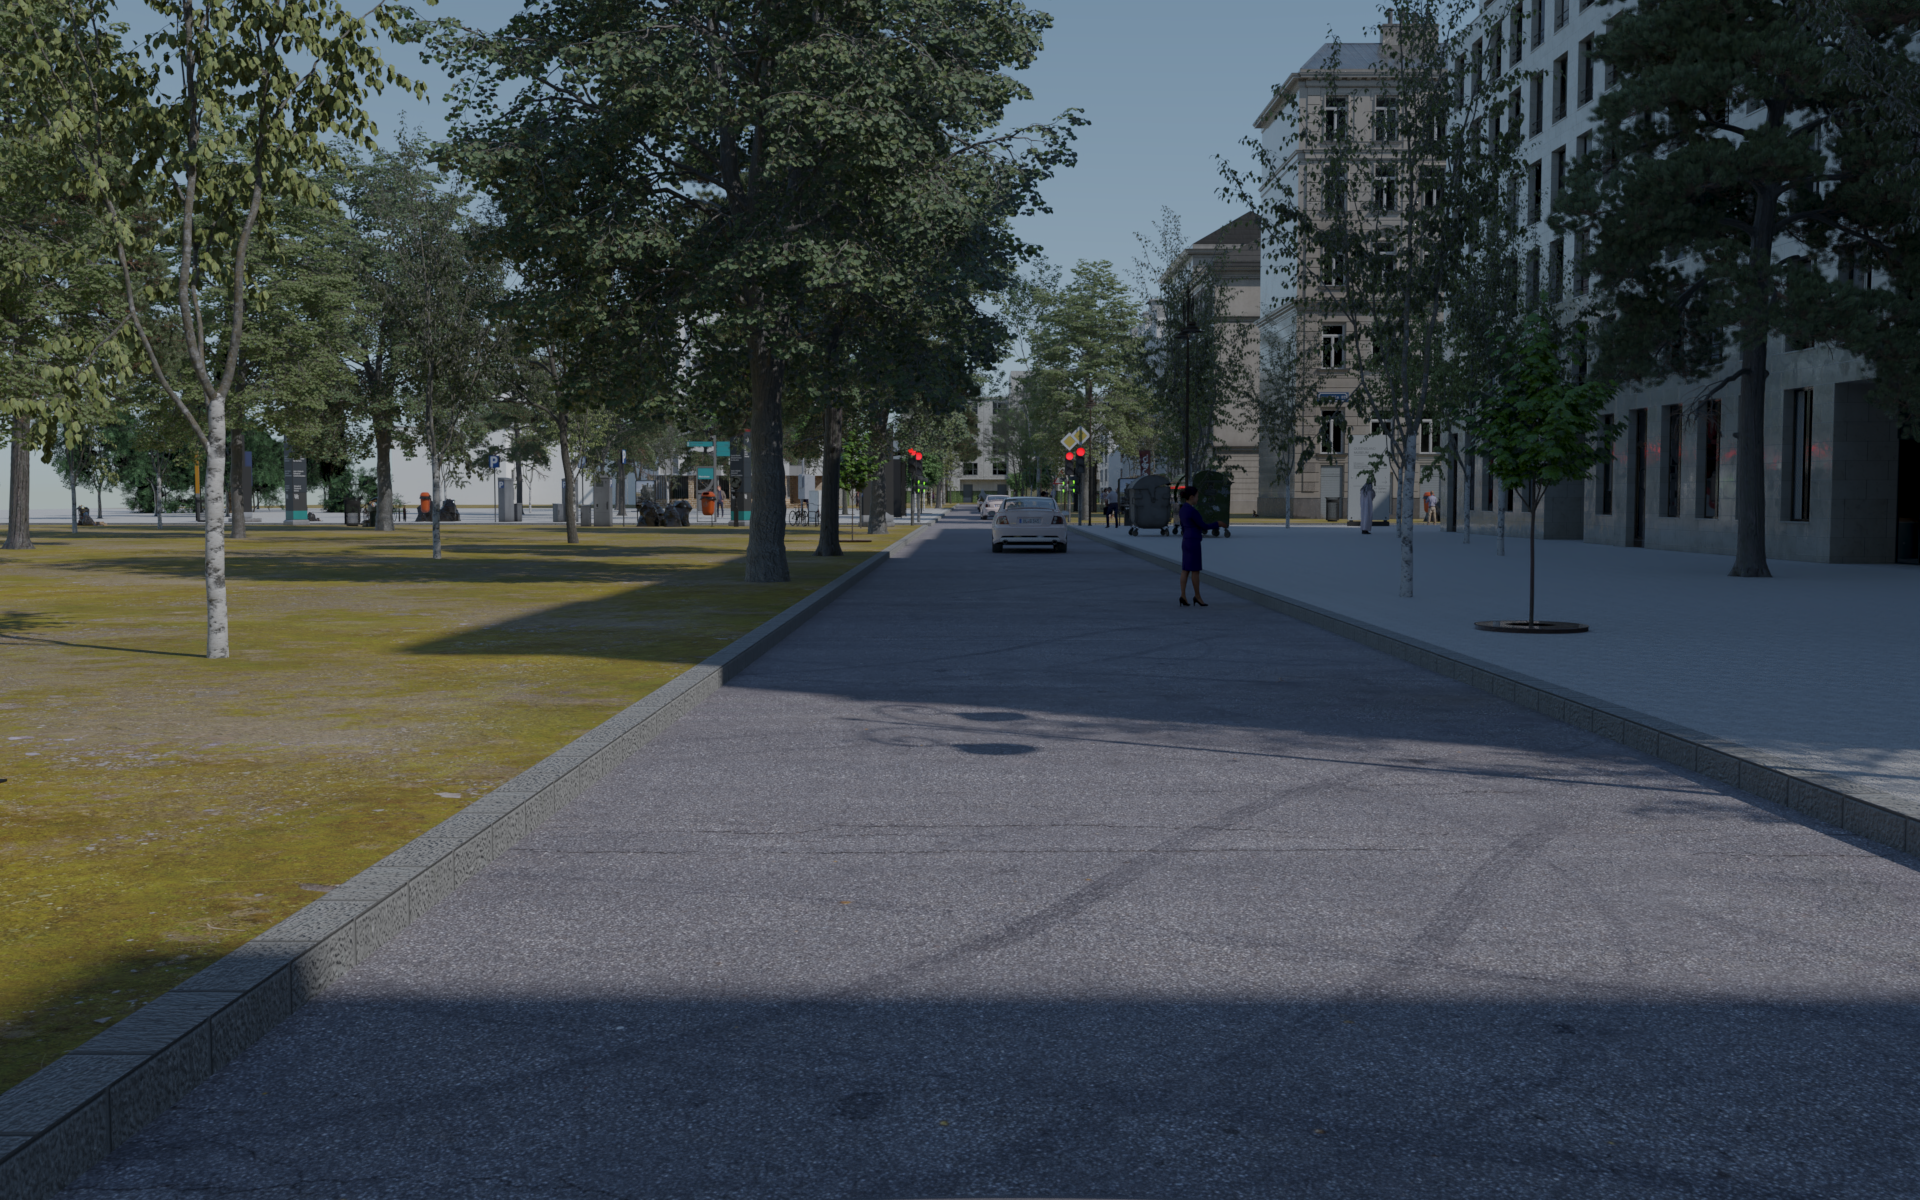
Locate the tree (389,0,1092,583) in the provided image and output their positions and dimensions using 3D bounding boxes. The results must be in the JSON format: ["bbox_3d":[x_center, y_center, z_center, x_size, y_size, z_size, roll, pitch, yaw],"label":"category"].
[{"bbox_3d":[-2.941,-7.241,25.046,9.857,13.997,8.962,0,3,0],"label":"tree"}]

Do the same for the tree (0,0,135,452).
[{"bbox_3d":[-17.697,-6.779,28.970,7.486,12.596,7.792,0,3,0],"label":"tree"}]

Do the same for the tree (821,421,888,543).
[{"bbox_3d":[-2.932,-3.161,46.286,1.663,3.219,1.824,0,3,0],"label":"tree"}]

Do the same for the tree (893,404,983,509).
[{"bbox_3d":[-1.643,-14.918,151.339,7.806,13.903,7.818,0,3,0],"label":"tree"}]

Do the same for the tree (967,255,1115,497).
[{"bbox_3d":[7.139,-17.081,135.159,12.611,20.169,13.585,0,3,0],"label":"tree"}]

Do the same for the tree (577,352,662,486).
[{"bbox_3d":[-12.455,-6.404,55.074,4.360,8.622,3.978,0,3,0],"label":"tree"}]

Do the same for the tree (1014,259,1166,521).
[{"bbox_3d":[6.281,-10.113,83.472,7.486,12.596,7.792,0,3,0],"label":"tree"}]

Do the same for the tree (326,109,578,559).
[{"bbox_3d":[-10.169,-5.130,34.236,4.360,8.622,3.978,0,3,0],"label":"tree"}]

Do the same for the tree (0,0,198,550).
[{"bbox_3d":[-21.671,-8.113,40.073,7.806,13.903,7.818,0,3,0],"label":"tree"}]

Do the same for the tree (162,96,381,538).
[{"bbox_3d":[-20.577,-8.072,50.102,7.486,12.596,7.792,0,3,0],"label":"tree"}]

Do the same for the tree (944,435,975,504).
[{"bbox_3d":[-1.550,-17.907,227.196,7.601,10.594,8.767,-2,4,-27],"label":"tree"}]

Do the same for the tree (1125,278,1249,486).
[{"bbox_3d":[7.811,-6.589,58.088,4.737,8.622,4.395,0,3,0],"label":"tree"}]

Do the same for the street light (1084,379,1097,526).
[{"bbox_3d":[5.245,-5.934,69.815,0.468,5.910,1.993,0,4,0],"label":"street light"}]

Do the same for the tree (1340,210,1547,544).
[{"bbox_3d":[12.958,-5.777,44.815,4.737,8.622,4.395,0,3,0],"label":"tree"}]

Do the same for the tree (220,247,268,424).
[{"bbox_3d":[-20.250,-9.392,60.207,9.857,13.997,8.962,0,3,0],"label":"tree"}]

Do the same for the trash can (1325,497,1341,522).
[{"bbox_3d":[17.292,-4.203,80.375,0.748,1.137,0.748,0,3,0],"label":"trash can"}]

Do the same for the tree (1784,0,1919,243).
[{"bbox_3d":[9.306,-3.906,14.220,4.360,8.622,3.978,0,3,0],"label":"tree"}]

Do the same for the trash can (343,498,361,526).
[{"bbox_3d":[-24.283,-3.519,69.184,0.748,1.137,0.748,0,3,0],"label":"trash can"}]

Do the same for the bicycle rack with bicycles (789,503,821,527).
[{"bbox_3d":[-6.591,-3.351,68.176,2.852,0.926,2.925,-1,4,-13],"label":"bicycle rack with bicycles"}]

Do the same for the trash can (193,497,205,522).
[{"bbox_3d":[-34.649,-4.133,79.225,0.748,1.137,0.748,0,3,0],"label":"trash can"}]

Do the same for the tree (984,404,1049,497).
[{"bbox_3d":[6.394,-16.297,192.211,9.928,11.665,9.643,0,3,0],"label":"tree"}]

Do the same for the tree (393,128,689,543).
[{"bbox_3d":[-10.409,-6.752,44.806,7.601,10.594,8.767,0,4,5],"label":"tree"}]

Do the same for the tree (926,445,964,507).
[{"bbox_3d":[-2.667,-13.515,171.335,4.737,8.622,4.395,0,3,0],"label":"tree"}]

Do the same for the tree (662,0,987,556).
[{"bbox_3d":[-2.644,-6.947,35.639,6.751,12.117,7.091,0,3,0],"label":"tree"}]

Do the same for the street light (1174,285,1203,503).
[{"bbox_3d":[5.058,-4.022,38.542,0.468,5.910,1.993,0,4,0],"label":"street light"}]

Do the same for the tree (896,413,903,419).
[{"bbox_3d":[-7.032,-11.039,106.247,9.928,11.665,9.643,0,3,0],"label":"tree"}]

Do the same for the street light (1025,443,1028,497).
[{"bbox_3d":[5.863,-11.009,152.781,0.468,5.910,1.993,0,4,0],"label":"street light"}]

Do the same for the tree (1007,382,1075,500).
[{"bbox_3d":[5.536,-9.535,106.264,4.737,8.622,4.395,0,3,0],"label":"tree"}]

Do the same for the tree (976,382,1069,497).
[{"bbox_3d":[6.681,-16.563,181.182,12.009,13.543,11.850,0,3,0],"label":"tree"}]

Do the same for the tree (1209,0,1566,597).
[{"bbox_3d":[5.495,-4.357,21.592,4.360,8.622,3.978,0,3,0],"label":"tree"}]

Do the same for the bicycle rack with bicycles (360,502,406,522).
[{"bbox_3d":[-26.848,-4.106,80.511,2.852,0.926,2.925,-1,4,-15],"label":"bicycle rack with bicycles"}]

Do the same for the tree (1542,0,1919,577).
[{"bbox_3d":[12.301,-6.398,26.660,6.751,12.117,7.091,0,3,0],"label":"tree"}]

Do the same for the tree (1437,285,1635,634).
[{"bbox_3d":[5.399,-1.318,16.157,1.663,3.219,1.824,0,3,0],"label":"tree"}]

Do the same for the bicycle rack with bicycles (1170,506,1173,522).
[{"bbox_3d":[10.566,-3.988,78.586,2.925,0.926,2.852,-1,4,-22],"label":"bicycle rack with bicycles"}]

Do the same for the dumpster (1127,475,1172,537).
[{"bbox_3d":[5.815,-2.889,52.994,1.264,1.857,1.865,0,4,1],"label":"dumpster"}]

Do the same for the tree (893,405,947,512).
[{"bbox_3d":[-2.768,-10.985,129.965,4.360,8.622,3.978,0,3,0],"label":"tree"}]

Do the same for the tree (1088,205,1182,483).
[{"bbox_3d":[5.802,-5.719,43.868,4.360,8.622,3.978,0,3,0],"label":"tree"}]

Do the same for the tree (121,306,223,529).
[{"bbox_3d":[-29.087,-6.906,63.280,4.360,8.622,3.978,0,3,0],"label":"tree"}]

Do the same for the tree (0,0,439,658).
[{"bbox_3d":[-5.947,-3.864,13.536,4.737,8.622,4.395,0,3,0],"label":"tree"}]

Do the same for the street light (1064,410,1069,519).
[{"bbox_3d":[5.468,-7.170,90.025,0.468,5.910,1.993,0,4,0],"label":"street light"}]

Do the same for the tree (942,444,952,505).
[{"bbox_3d":[-0.699,-21.653,209.911,12.611,20.169,13.585,0,3,0],"label":"tree"}]
